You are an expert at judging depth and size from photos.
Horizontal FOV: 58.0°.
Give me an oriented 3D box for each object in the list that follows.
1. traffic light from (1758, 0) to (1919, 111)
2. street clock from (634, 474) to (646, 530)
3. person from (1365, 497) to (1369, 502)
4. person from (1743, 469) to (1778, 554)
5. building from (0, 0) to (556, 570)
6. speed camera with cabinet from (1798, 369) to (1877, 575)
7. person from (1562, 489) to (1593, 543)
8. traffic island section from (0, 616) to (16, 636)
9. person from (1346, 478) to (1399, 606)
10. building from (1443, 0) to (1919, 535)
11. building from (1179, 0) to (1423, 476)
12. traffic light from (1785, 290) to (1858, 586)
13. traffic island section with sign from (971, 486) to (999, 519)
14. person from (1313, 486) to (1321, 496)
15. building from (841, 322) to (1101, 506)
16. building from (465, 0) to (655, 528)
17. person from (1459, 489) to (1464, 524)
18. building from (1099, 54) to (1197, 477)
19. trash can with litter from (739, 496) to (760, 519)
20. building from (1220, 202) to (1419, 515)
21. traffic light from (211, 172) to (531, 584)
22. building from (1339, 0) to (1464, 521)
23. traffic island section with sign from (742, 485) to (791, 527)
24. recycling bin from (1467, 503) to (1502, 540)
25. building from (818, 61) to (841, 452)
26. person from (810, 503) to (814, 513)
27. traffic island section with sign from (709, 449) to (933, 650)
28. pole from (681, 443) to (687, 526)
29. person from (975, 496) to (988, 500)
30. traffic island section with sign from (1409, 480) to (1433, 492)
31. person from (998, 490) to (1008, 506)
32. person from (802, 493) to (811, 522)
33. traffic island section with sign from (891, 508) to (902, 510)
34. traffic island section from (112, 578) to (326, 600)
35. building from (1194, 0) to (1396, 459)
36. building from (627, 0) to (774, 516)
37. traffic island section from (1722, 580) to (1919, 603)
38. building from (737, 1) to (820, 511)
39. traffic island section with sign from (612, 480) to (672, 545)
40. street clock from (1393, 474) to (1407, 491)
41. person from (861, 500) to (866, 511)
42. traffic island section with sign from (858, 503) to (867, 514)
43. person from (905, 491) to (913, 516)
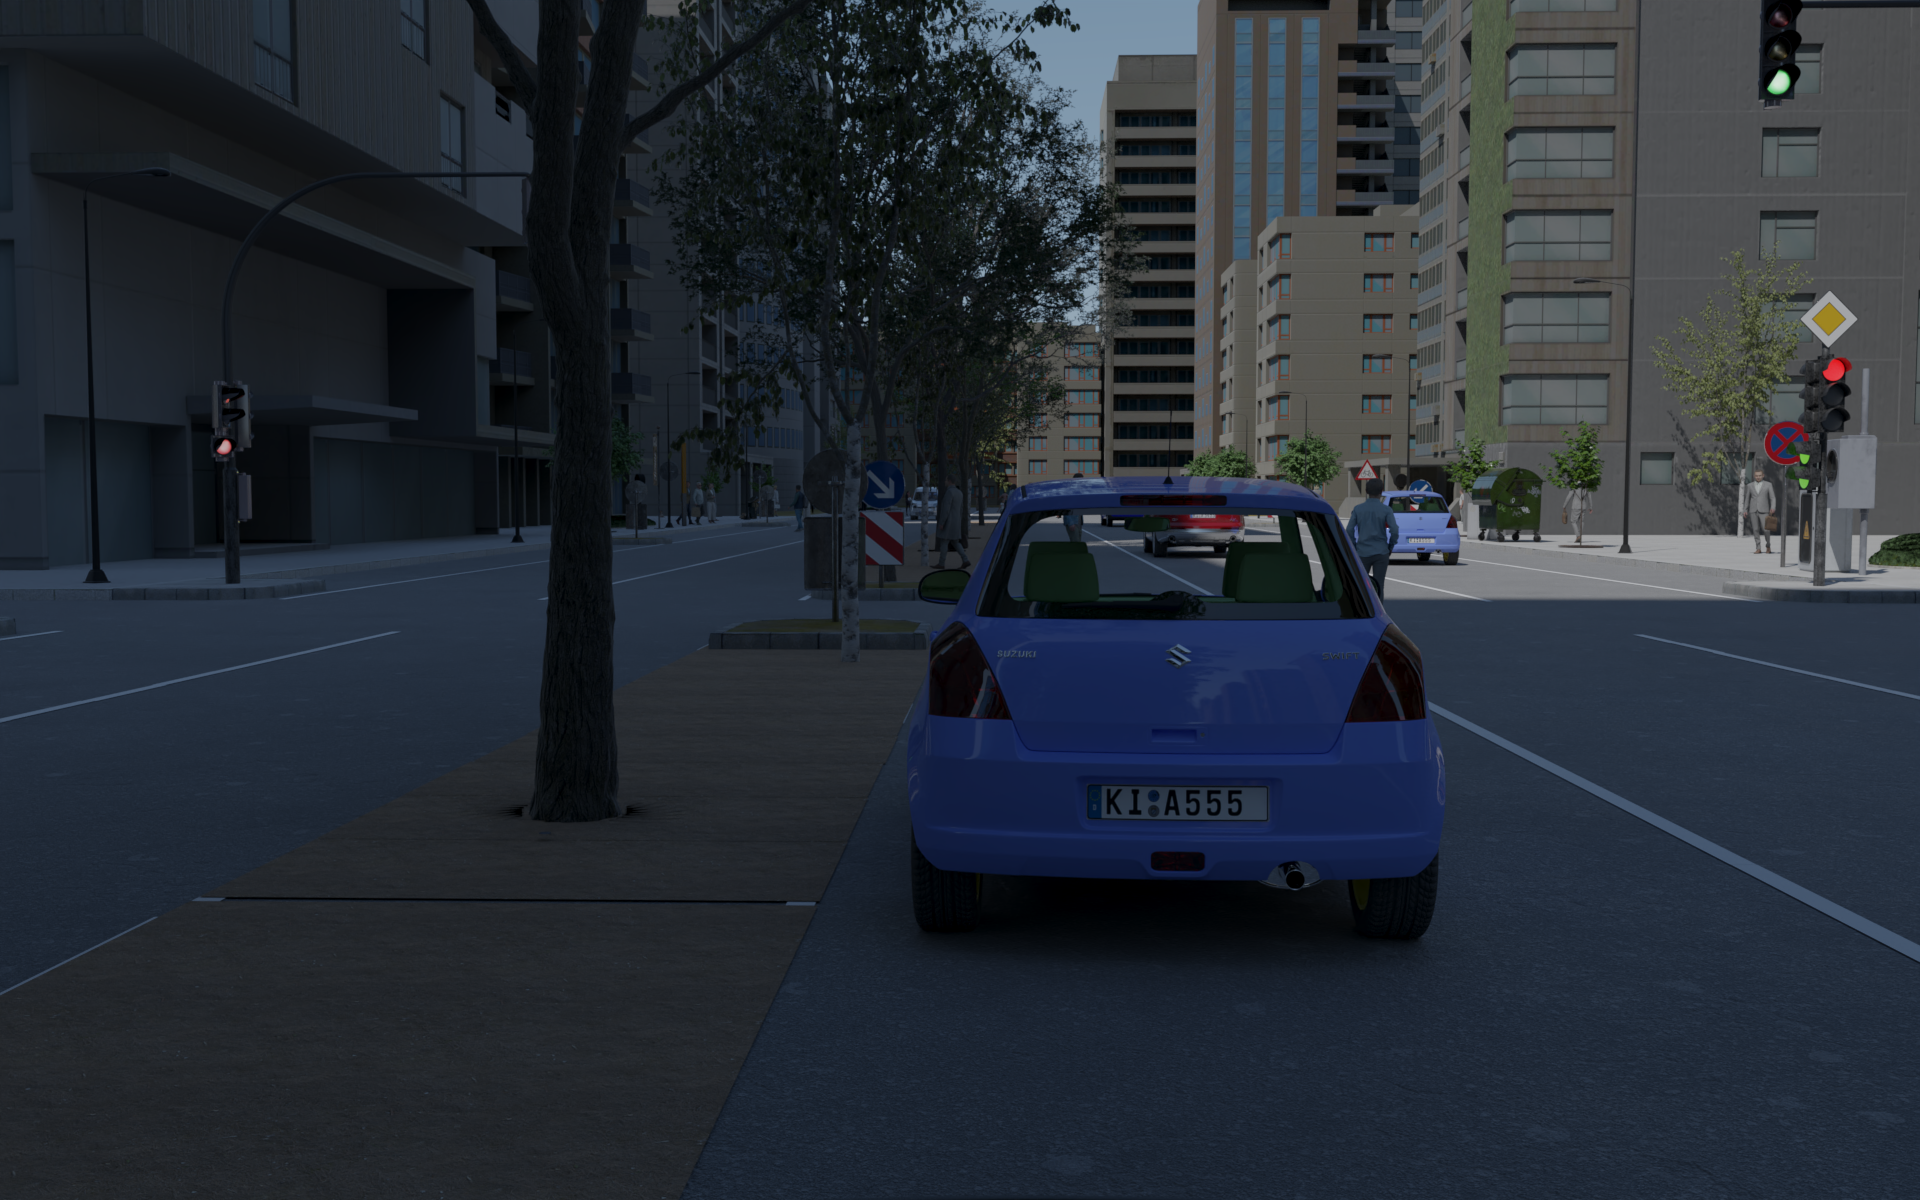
[{"bbox_3d":[9.618,-2.526,15.967,4.771,5.953,1.251,0,4,2],"label":"traffic light"},{"bbox_3d":[-11.457,-3.515,62.033,0.358,2.002,0.471,-2,4,-35],"label":"street clock"},{"bbox_3d":[15.035,-3.448,62.763,0.721,1.781,0.623,3,5,42],"label":"person"},{"bbox_3d":[17.177,-1.896,37.169,0.709,1.813,0.853,2,4,34],"label":"person"},{"bbox_3d":[-26.132,-27.576,40.102,28.713,52.752,27.495,0,4,2],"label":"building"},{"bbox_3d":[14.222,-2.065,28.101,0.660,3.252,2.038,1,4,11],"label":"speed camera with cabinet"},{"bbox_3d":[16.332,-2.423,45.776,0.709,1.813,0.853,0,4,-7],"label":"person"},{"bbox_3d":[-10.680,0.333,16.840,2.009,0.180,2.903,0,4,2],"label":"traffic island section"},{"bbox_3d":[4.361,-0.489,18.306,0.589,1.601,0.330,2,4,34],"label":"person"},{"bbox_3d":[24.257,-22.986,59.422,14.154,41.232,14.086,0,4,2],"label":"building"},{"bbox_3d":[31.829,-44.154,160.166,20.563,71.187,20.611,0,4,2],"label":"building"},{"bbox_3d":[11.953,-2.147,24.027,0.839,4.253,0.868,0,4,2],"label":"traffic light"},{"bbox_3d":[1.218,-5.576,99.298,2.006,1.907,1.989,0,4,2],"label":"traffic island section with sign"},{"bbox_3d":[18.871,-5.246,91.996,0.709,1.800,0.728,0,4,-1],"label":"person"},{"bbox_3d":[1.085,-21.696,199.774,28.899,21.520,27.650,0,4,2],"label":"building"},{"bbox_3d":[-26.157,-25.801,76.477,22.147,44.769,28.867,0,4,2],"label":"building"},{"bbox_3d":[21.557,-4.016,74.295,0.523,1.515,0.503,-1,4,-14],"label":"person"},{"bbox_3d":[26.383,-34.950,195.128,21.600,48.544,21.300,0,4,2],"label":"building"},{"bbox_3d":[-10.719,-4.706,88.336,0.624,1.170,1.055,3,5,41],"label":"trash can with litter"},{"bbox_3d":[33.960,-16.947,122.130,27.650,21.520,28.899,0,4,2],"label":"building"},{"bbox_3d":[-8.305,-3.057,24.657,4.771,5.953,1.251,0,4,2],"label":"traffic light"},{"bbox_3d":[36.603,-24.110,86.082,32.217,40.220,23.993,0,4,2],"label":"building"},{"bbox_3d":[-8.540,-4.163,76.695,1.989,1.847,2.006,0,4,2],"label":"traffic island section with sign"},{"bbox_3d":[14.810,-2.221,48.871,0.722,1.027,0.722,-3,5,-42],"label":"recycling bin"},{"bbox_3d":[-18.714,-29.469,165.405,14.086,41.232,14.154,0,4,2],"label":"building"},{"bbox_3d":[-9.878,-6.635,114.530,1.348,1.823,0.705,0,4,7],"label":"person"},{"bbox_3d":[-1.279,-0.529,16.790,2.006,1.907,1.989,0,4,2],"label":"traffic island section with sign"},{"bbox_3d":[-10.993,-4.593,68.940,0.158,3.312,0.155,0,3,0],"label":"pole"},{"bbox_3d":[1.966,-8.954,154.831,1.348,1.831,0.705,2,4,27],"label":"person"},{"bbox_3d":[12.751,-2.472,49.041,1.989,1.847,2.006,0,4,2],"label":"traffic island section with sign"},{"bbox_3d":[3.431,-7.475,131.424,1.217,1.736,0.721,1,4,17],"label":"person"},{"bbox_3d":[-7.827,-4.864,88.567,0.519,1.759,0.362,2,4,30],"label":"person"},{"bbox_3d":[-6.204,-8.859,153.467,1.989,1.847,2.006,0,4,2],"label":"traffic island section with sign"},{"bbox_3d":[-10.438,-0.155,24.821,2.009,0.180,2.903,0,4,2],"label":"traffic island section"},{"bbox_3d":[27.167,-30.169,143.377,14.600,45.320,14.200,0,4,2],"label":"building"},{"bbox_3d":[-22.763,-41.036,109.197,20.563,71.187,20.611,0,4,2],"label":"building"},{"bbox_3d":[11.993,-0.114,24.140,2.009,0.180,2.903,0,4,2],"label":"traffic island section"},{"bbox_3d":[-22.951,-36.206,133.967,21.231,58.520,28.212,0,4,2],"label":"building"},{"bbox_3d":[-9.352,-2.515,49.752,1.989,1.847,2.006,0,4,2],"label":"traffic island section with sign"},{"bbox_3d":[15.696,-3.497,61.743,0.471,2.002,0.358,0,4,-6],"label":"street clock"},{"bbox_3d":[-6.618,-6.790,119.506,1.348,1.826,0.705,-3,5,-40],"label":"person"},{"bbox_3d":[-7.034,-7.211,126.524,1.989,1.847,2.006,0,4,2],"label":"traffic island section with sign"},{"bbox_3d":[-3.360,-6.415,114.863,0.593,1.643,0.415,1,4,11],"label":"person"}]
